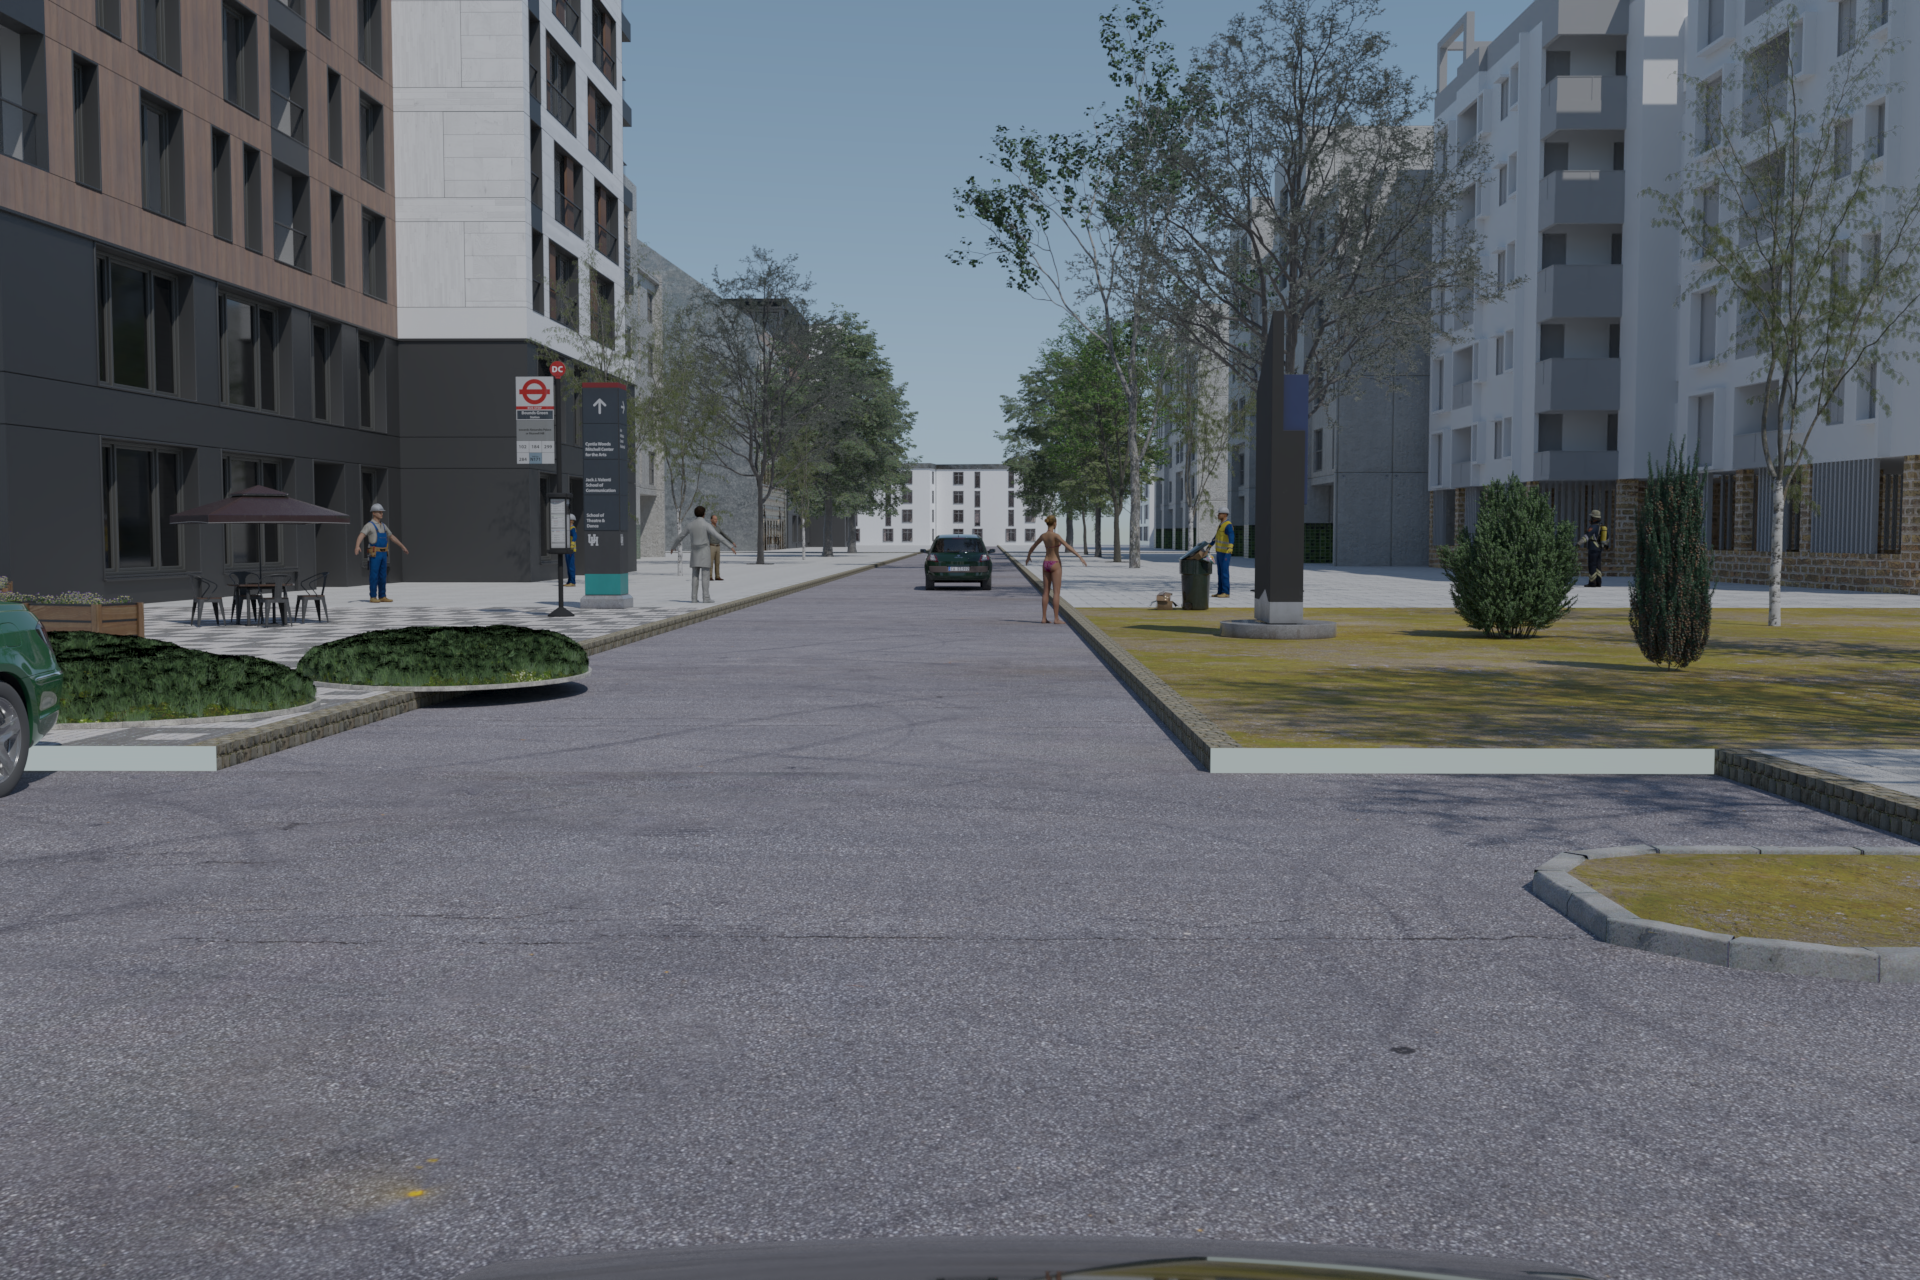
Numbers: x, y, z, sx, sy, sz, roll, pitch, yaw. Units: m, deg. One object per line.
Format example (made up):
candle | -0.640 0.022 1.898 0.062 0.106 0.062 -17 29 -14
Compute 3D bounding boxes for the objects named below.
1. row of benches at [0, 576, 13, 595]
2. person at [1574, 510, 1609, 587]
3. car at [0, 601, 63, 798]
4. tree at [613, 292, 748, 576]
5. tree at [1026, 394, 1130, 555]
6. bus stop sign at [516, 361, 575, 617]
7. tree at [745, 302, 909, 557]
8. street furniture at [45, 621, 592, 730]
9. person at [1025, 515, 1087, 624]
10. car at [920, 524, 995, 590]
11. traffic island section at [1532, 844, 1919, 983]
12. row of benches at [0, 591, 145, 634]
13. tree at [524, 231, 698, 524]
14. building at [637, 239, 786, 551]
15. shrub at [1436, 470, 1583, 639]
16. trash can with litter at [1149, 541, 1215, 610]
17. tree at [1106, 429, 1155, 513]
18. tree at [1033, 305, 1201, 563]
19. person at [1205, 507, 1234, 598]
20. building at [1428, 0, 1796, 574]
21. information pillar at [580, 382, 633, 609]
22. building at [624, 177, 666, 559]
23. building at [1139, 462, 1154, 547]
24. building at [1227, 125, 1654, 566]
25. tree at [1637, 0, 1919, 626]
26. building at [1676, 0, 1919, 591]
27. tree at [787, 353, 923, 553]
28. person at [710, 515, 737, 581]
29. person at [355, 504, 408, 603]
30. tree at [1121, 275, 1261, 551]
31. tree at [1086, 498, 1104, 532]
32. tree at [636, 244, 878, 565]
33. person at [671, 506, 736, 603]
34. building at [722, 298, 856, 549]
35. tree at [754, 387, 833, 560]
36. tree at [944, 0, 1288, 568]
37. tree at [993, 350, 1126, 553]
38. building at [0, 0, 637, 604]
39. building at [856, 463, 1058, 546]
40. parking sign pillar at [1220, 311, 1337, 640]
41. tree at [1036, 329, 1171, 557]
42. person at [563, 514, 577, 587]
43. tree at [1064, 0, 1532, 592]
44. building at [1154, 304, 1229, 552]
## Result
row of benches | -14.118 -0.590 25.105 1.422 0.672 4.104 -2 4 -28
person | 15.272 -2.198 41.722 1.354 1.856 0.705 -3 4 -37
car | -6.121 0.232 7.997 2.131 1.459 4.920 0 4 1
tree | -8.607 -6.277 52.989 4.360 8.622 3.978 0 3 0
tree | 7.454 -10.537 106.689 7.601 10.594 8.767 1 4 12
bus stop sign | -6.426 -2.332 26.831 0.855 3.939 0.416 0 3 0
tree | -7.446 -11.656 97.232 9.857 13.997 8.962 0 3 0
street furniture | -8.264 0.099 14.010 10.072 0.657 5.734 0 4 -4
person | 1.515 -1.128 27.709 1.217 1.733 0.721 3 5 41
car | -0.055 -2.182 45.462 2.009 1.686 4.222 0 4 -1
traffic island section | 3.271 1.000 6.514 1.991 0.108 1.994 0 4 2
row of benches | -10.823 -0.224 19.123 4.104 0.672 1.422 1 4 21
tree | -9.028 -5.670 43.060 4.360 8.622 3.978 0 3 0
building | -24.031 -18.700 136.681 19.493 23.208 18.063 0 4 0
shrub | 6.801 -1.064 21.442 1.661 2.075 1.752 0 3 0
trash can with litter | 3.737 -1.088 29.181 1.055 1.170 0.624 0 4 0
tree | 20.838 -17.755 200.662 12.009 13.543 11.850 0 3 0
tree | 7.105 -9.311 77.984 9.928 11.665 9.643 0 3 0
person | 5.284 -1.773 34.950 0.705 1.833 1.349 -1 4 -12
building | 22.947 -12.713 64.278 16.016 20.090 11.380 0 4 1
information pillar | -6.119 -2.480 29.920 0.750 3.857 0.750 0 4 2
building | -24.857 -13.073 80.205 16.747 18.905 31.486 0 4 0
building | 23.556 -14.232 174.834 9.099 9.664 28.070 0 4 1
building | 23.507 -13.287 83.694 16.747 18.905 31.486 0 4 1
tree | 11.154 -4.505 24.015 4.360 8.622 3.978 0 3 0
building | 25.133 -11.600 46.086 16.016 20.090 11.380 0 4 1
tree | -7.263 -12.711 114.478 9.857 13.997 8.962 0 3 0
person | -6.734 -2.525 47.552 1.348 1.796 0.705 -3 5 -44
person | -10.869 -1.623 32.398 0.705 1.847 1.347 2 4 24
tree | 6.231 -5.993 48.349 4.360 8.622 3.978 0 3 0
tree | 16.750 -15.779 208.349 4.360 8.622 3.978 0 3 0
tree | -8.326 -9.929 72.701 12.009 13.543 11.850 0 3 0
person | -4.818 -1.594 32.256 1.347 1.806 0.705 1 4 18
building | -25.184 -19.739 166.709 27.936 21.610 32.646 0 4 1
tree | -7.581 -8.309 86.216 4.360 8.622 3.978 0 3 0
tree | 5.633 -12.679 63.190 12.611 20.169 13.585 0 3 0
tree | 7.307 -12.859 116.895 9.857 13.997 8.962 0 3 0
building | -25.294 -12.181 43.138 27.936 21.610 32.646 0 4 1
building | -2.726 -15.940 205.222 28.070 9.664 9.099 1 4 10
parking sign pillar | 3.990 -2.028 21.627 1.447 3.967 1.447 0 4 1
tree | 7.882 -10.814 94.928 7.486 12.596 7.792 0 3 0
person | -9.594 -2.190 42.270 0.721 1.772 1.216 -2 4 -27
tree | 7.111 -7.800 37.897 12.009 13.543 11.850 0 3 0
building | 25.844 -16.818 141.426 16.747 18.905 31.486 0 4 1
